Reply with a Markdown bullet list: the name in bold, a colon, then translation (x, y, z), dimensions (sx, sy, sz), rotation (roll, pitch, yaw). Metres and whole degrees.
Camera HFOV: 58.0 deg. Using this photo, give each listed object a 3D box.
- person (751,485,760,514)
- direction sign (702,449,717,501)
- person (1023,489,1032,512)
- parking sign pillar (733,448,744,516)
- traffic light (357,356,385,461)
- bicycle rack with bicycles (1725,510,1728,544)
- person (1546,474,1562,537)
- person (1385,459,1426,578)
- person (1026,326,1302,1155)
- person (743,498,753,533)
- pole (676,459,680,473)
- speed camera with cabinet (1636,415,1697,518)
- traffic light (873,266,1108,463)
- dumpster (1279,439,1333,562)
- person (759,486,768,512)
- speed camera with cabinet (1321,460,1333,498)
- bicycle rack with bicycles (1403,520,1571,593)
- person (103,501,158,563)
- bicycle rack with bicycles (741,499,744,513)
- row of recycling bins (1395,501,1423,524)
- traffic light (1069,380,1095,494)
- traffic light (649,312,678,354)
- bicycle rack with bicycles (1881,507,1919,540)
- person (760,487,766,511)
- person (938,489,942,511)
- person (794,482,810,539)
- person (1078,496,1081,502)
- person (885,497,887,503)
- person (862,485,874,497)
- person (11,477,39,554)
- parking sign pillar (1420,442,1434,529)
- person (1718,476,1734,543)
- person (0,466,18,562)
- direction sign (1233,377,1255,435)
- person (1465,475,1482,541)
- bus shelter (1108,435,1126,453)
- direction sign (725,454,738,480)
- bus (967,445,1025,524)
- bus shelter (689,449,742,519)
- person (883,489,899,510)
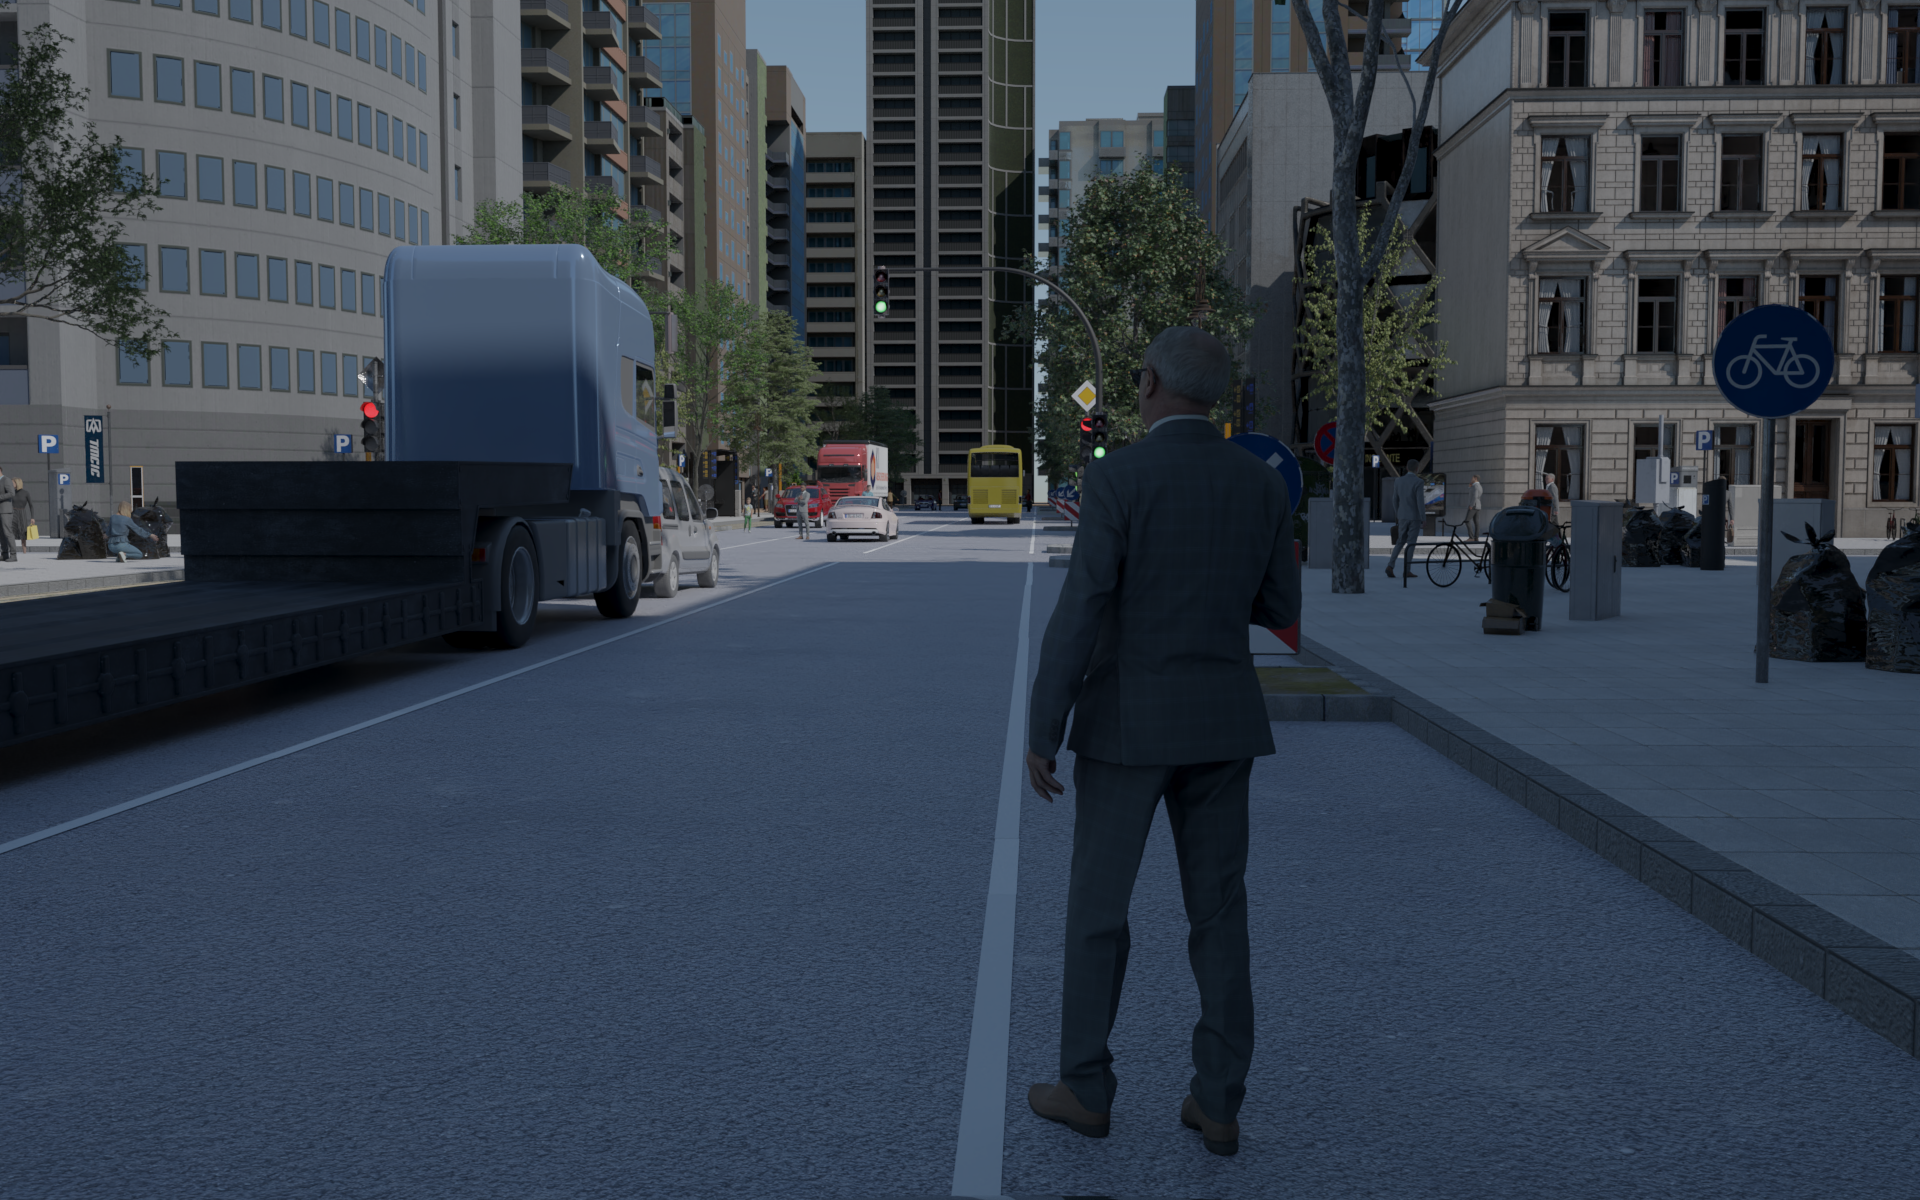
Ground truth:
- **person**: translation (-12.931, -6.330, 109.341), dimensions (0.655, 1.846, 0.447), rotation (2, 4, 30)
- **direction sign**: translation (-12.762, -5.888, 88.264), dimensions (0.876, 3.537, 0.379), rotation (-3, 5, -44)
- **person**: translation (5.328, -7.748, 135.146), dimensions (0.705, 1.831, 1.348), rotation (-2, 4, -27)
- **parking sign pillar**: translation (-13.117, -6.853, 100.518), dimensions (1.447, 3.967, 1.447), rotation (-1, 4, -16)
- **traffic light**: translation (-11.891, -2.842, 35.382), dimensions (0.839, 4.253, 0.868), rotation (0, 4, 3)
- **bicycle rack with bicycles**: translation (20.674, -1.900, 44.454), dimensions (2.852, 0.926, 2.925), rotation (-1, 4, -14)
- **person**: translation (14.231, -2.171, 41.930), dimensions (0.834, 1.777, 0.661), rotation (0, 4, 4)
- **person**: translation (6.906, -1.252, 26.641), dimensions (0.853, 1.813, 0.709), rotation (-3, 5, -43)
- **person**: translation (0.432, 0.289, 3.947), dimensions (0.661, 1.801, 0.590), rotation (-2, 4, -23)
- **person**: translation (-7.868, -3.147, 64.196), dimensions (0.306, 1.304, 0.590), rotation (-2, 4, -24)
- **pole**: translation (-16.401, -6.543, 100.814), dimensions (0.158, 3.312, 0.155), rotation (0, 3, 0)
- **speed camera with cabinet**: translation (17.887, -3.027, 43.835), dimensions (2.038, 3.252, 0.660), rotation (-3, 5, -40)
- **traffic light**: translation (0.662, -3.672, 34.703), dimensions (4.771, 5.953, 1.251), rotation (0, 4, 3)
- **dumpster**: translation (6.029, -1.792, 31.785), dimensions (1.502, 2.255, 1.985), rotation (0, 4, 2)
- **person**: translation (-13.885, -7.226, 124.194), dimensions (0.705, 1.824, 1.348), rotation (2, 4, 34)
- **speed camera with cabinet**: translation (14.260, -4.425, 66.687), dimensions (2.038, 3.252, 0.660), rotation (-3, 4, -36)
- **bicycle rack with bicycles**: translation (7.518, -0.614, 23.414), dimensions (2.925, 0.926, 2.852), rotation (-2, 4, -32)
- **person**: translation (-15.764, -1.287, 32.587), dimensions (1.012, 1.151, 0.738), rotation (1, 4, 13)
- **bicycle rack with bicycles**: translation (-16.011, -6.404, 118.080), dimensions (2.852, 0.926, 2.925), rotation (-1, 4, -11)
- **row of recycling bins**: translation (20.010, -4.074, 73.717), dimensions (3.534, 1.692, 1.069), rotation (-2, 4, -26)
- **traffic light**: translation (3.110, -3.291, 42.729), dimensions (0.839, 4.253, 0.868), rotation (0, 4, 3)
- **traffic light**: translation (-9.444, -4.198, 43.302), dimensions (4.771, 5.953, 1.251), rotation (0, 4, 3)
- **bicycle rack with bicycles**: translation (26.552, -2.069, 47.203), dimensions (2.852, 0.926, 2.925), rotation (2, 4, 27)
- **person**: translation (-15.276, -7.904, 135.204), dimensions (0.705, 1.831, 1.348), rotation (-2, 4, -30)
- **person**: translation (-1.659, -8.505, 147.518), dimensions (0.705, 1.831, 1.348), rotation (0, 4, -1)
- **person**: translation (-5.005, -2.818, 54.751), dimensions (0.511, 1.800, 0.466), rotation (1, 4, 17)
- **person**: translation (12.968, -11.184, 188.916), dimensions (0.705, 1.821, 1.348), rotation (0, 4, -5)
- **person**: translation (-8.389, -11.648, 199.884), dimensions (0.756, 1.711, 0.436), rotation (2, 4, 24)
- **person**: translation (-4.054, -4.172, 76.579), dimensions (0.638, 1.841, 0.748), rotation (0, 4, 6)
- **person**: translation (-21.317, -1.832, 38.676), dimensions (1.509, 1.804, 0.699), rotation (1, 4, 23)
- **parking sign pillar**: translation (17.522, -4.596, 63.621), dimensions (1.447, 3.967, 1.447), rotation (1, 4, 15)
- **person**: translation (16.798, -1.831, 38.404), dimensions (0.622, 1.834, 0.822), rotation (0, 4, 7)
- **person**: translation (-18.173, -1.649, 32.809), dimensions (0.655, 1.846, 0.447), rotation (2, 4, 35)
- **direction sign**: translation (5.576, -2.575, 34.103), dimensions (0.379, 3.537, 0.876), rotation (-1, 4, -18)
- **person**: translation (13.748, -2.459, 46.421), dimensions (0.592, 1.802, 0.473), rotation (-3, 5, -45)
- **bus shelter**: translation (8.042, -6.677, 86.794), dimensions (2.179, 5.291, 8.768), rotation (0, 4, 2)
- **direction sign**: translation (-13.002, -6.516, 98.531), dimensions (0.876, 3.537, 0.379), rotation (2, 4, 30)
- **bus**: translation (1.812, -5.778, 86.009), dimensions (2.896, 3.916, 12.252), rotation (0, 4, 2)
- **bus shelter**: translation (-13.113, -6.227, 93.094), dimensions (1.731, 3.624, 6.357), rotation (0, 4, 3)
- **person**: translation (-5.542, -7.854, 137.005), dimensions (1.348, 1.812, 0.705), rotation (0, 4, 5)
